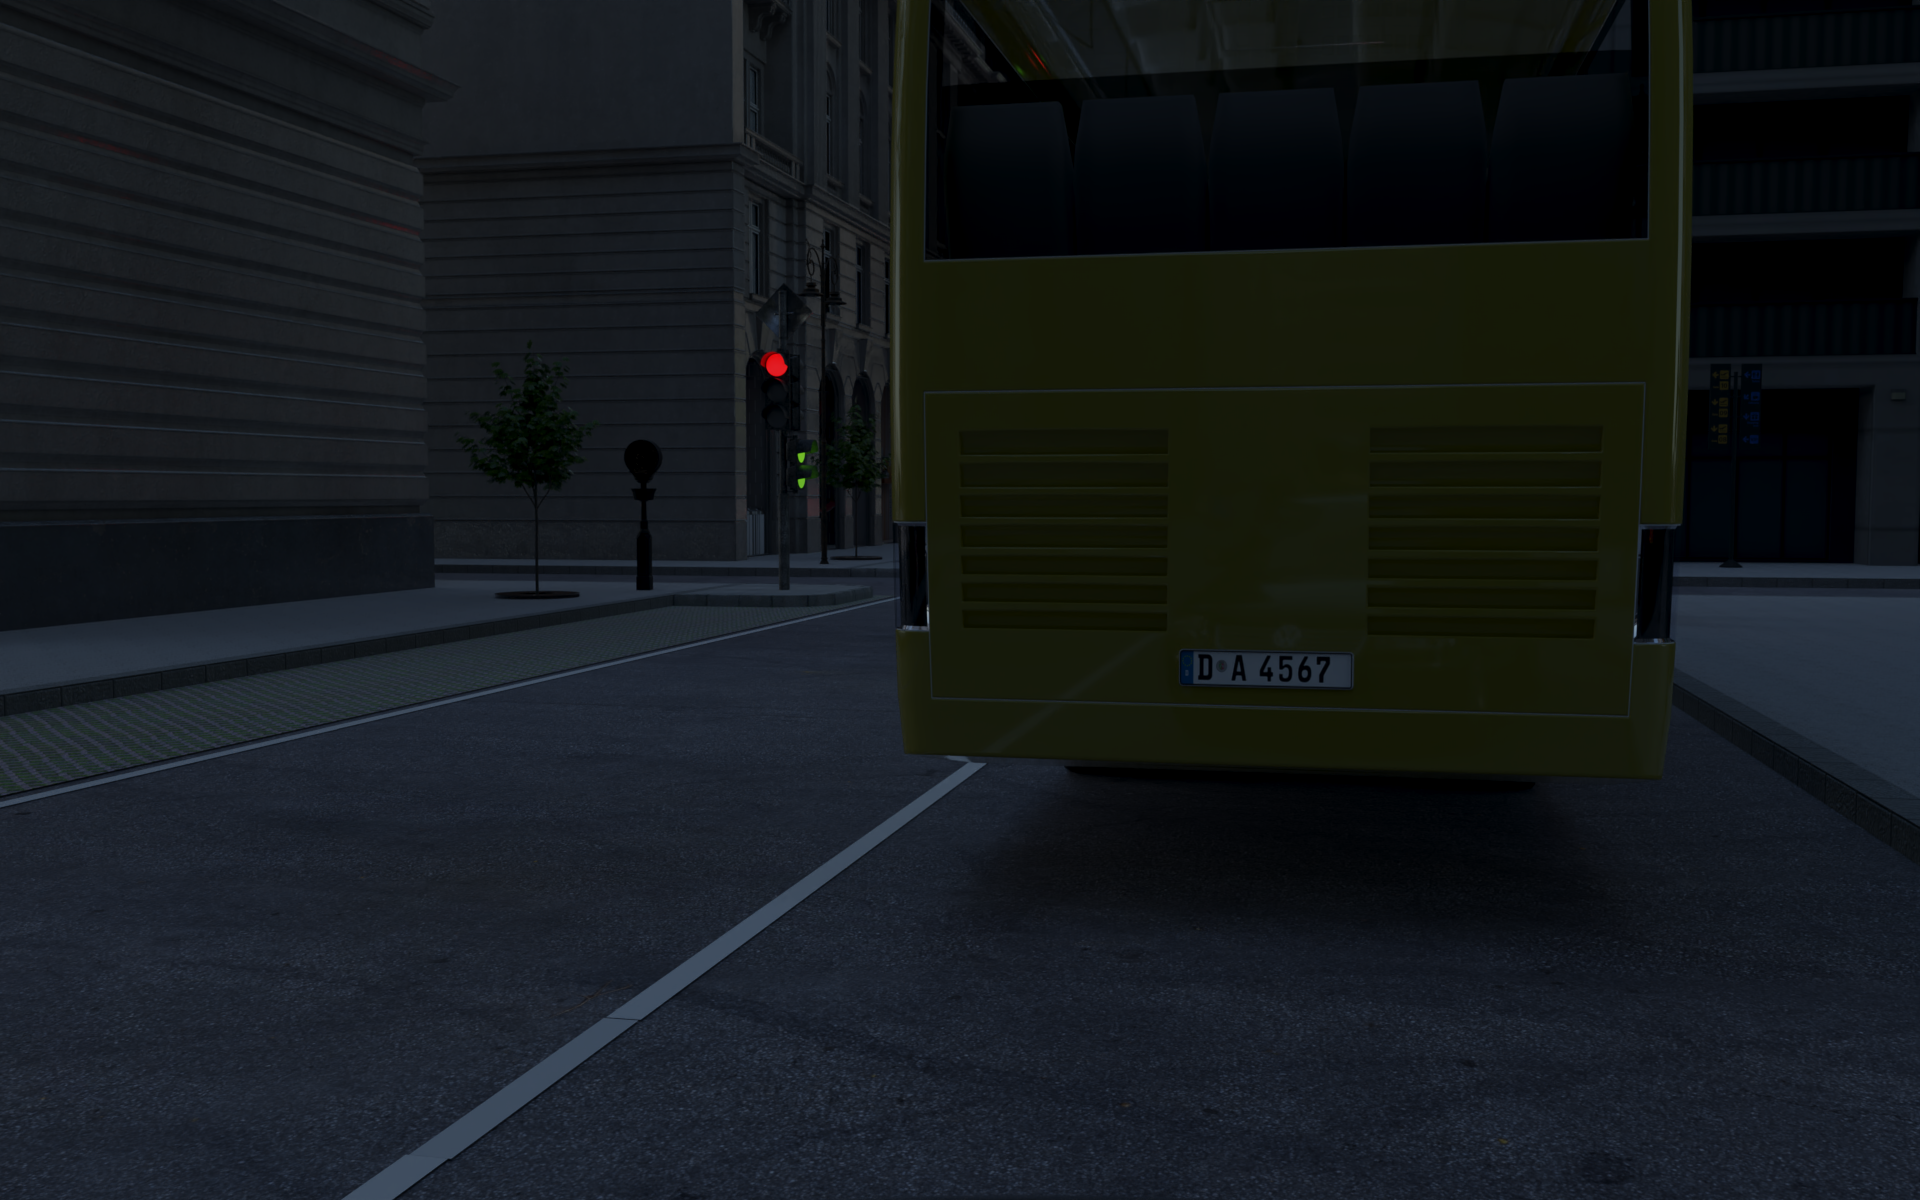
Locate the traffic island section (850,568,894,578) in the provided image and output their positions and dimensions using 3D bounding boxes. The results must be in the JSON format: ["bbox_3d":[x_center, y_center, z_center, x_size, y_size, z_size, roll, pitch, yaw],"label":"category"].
[{"bbox_3d":[-0.618,-0.535,31.028,2.009,0.180,2.903,1,4,13],"label":"traffic island section"}]

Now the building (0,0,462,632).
[{"bbox_3d":[-17.278,-11.717,20.449,19.941,23.489,11.050,1,4,13],"label":"building"}]

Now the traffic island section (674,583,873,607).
[{"bbox_3d":[-2.375,-0.059,23.238,2.009,0.180,2.903,1,4,13],"label":"traffic island section"}]

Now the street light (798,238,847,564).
[{"bbox_3d":[-2.487,-3.595,31.564,0.468,5.910,1.993,1,4,13],"label":"street light"}]

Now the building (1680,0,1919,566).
[{"bbox_3d":[23.964,-36.652,37.512,20.611,71.187,20.563,1,4,13],"label":"building"}]

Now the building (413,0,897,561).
[{"bbox_3d":[-7.461,-12.423,44.912,13.314,21.916,24.055,1,4,13],"label":"building"}]

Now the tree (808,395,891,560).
[{"bbox_3d":[-1.945,-2.411,34.016,1.663,3.219,1.824,0,3,0],"label":"tree"}]

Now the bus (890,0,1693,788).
[{"bbox_3d":[2.316,-1.215,11.418,2.896,3.916,12.252,1,4,13],"label":"bus"}]

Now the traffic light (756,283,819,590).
[{"bbox_3d":[-2.338,-2.090,23.094,0.839,4.253,0.868,1,4,13],"label":"traffic light"}]

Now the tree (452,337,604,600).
[{"bbox_3d":[-5.307,-1.652,21.606,1.663,3.219,1.824,0,3,0],"label":"tree"}]

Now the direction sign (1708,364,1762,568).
[{"bbox_3d":[13.467,-2.334,30.151,0.876,3.537,0.379,0,4,2],"label":"direction sign"}]

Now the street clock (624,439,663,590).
[{"bbox_3d":[-4.217,-1.134,23.108,0.471,2.002,0.358,0,4,3],"label":"street clock"}]
